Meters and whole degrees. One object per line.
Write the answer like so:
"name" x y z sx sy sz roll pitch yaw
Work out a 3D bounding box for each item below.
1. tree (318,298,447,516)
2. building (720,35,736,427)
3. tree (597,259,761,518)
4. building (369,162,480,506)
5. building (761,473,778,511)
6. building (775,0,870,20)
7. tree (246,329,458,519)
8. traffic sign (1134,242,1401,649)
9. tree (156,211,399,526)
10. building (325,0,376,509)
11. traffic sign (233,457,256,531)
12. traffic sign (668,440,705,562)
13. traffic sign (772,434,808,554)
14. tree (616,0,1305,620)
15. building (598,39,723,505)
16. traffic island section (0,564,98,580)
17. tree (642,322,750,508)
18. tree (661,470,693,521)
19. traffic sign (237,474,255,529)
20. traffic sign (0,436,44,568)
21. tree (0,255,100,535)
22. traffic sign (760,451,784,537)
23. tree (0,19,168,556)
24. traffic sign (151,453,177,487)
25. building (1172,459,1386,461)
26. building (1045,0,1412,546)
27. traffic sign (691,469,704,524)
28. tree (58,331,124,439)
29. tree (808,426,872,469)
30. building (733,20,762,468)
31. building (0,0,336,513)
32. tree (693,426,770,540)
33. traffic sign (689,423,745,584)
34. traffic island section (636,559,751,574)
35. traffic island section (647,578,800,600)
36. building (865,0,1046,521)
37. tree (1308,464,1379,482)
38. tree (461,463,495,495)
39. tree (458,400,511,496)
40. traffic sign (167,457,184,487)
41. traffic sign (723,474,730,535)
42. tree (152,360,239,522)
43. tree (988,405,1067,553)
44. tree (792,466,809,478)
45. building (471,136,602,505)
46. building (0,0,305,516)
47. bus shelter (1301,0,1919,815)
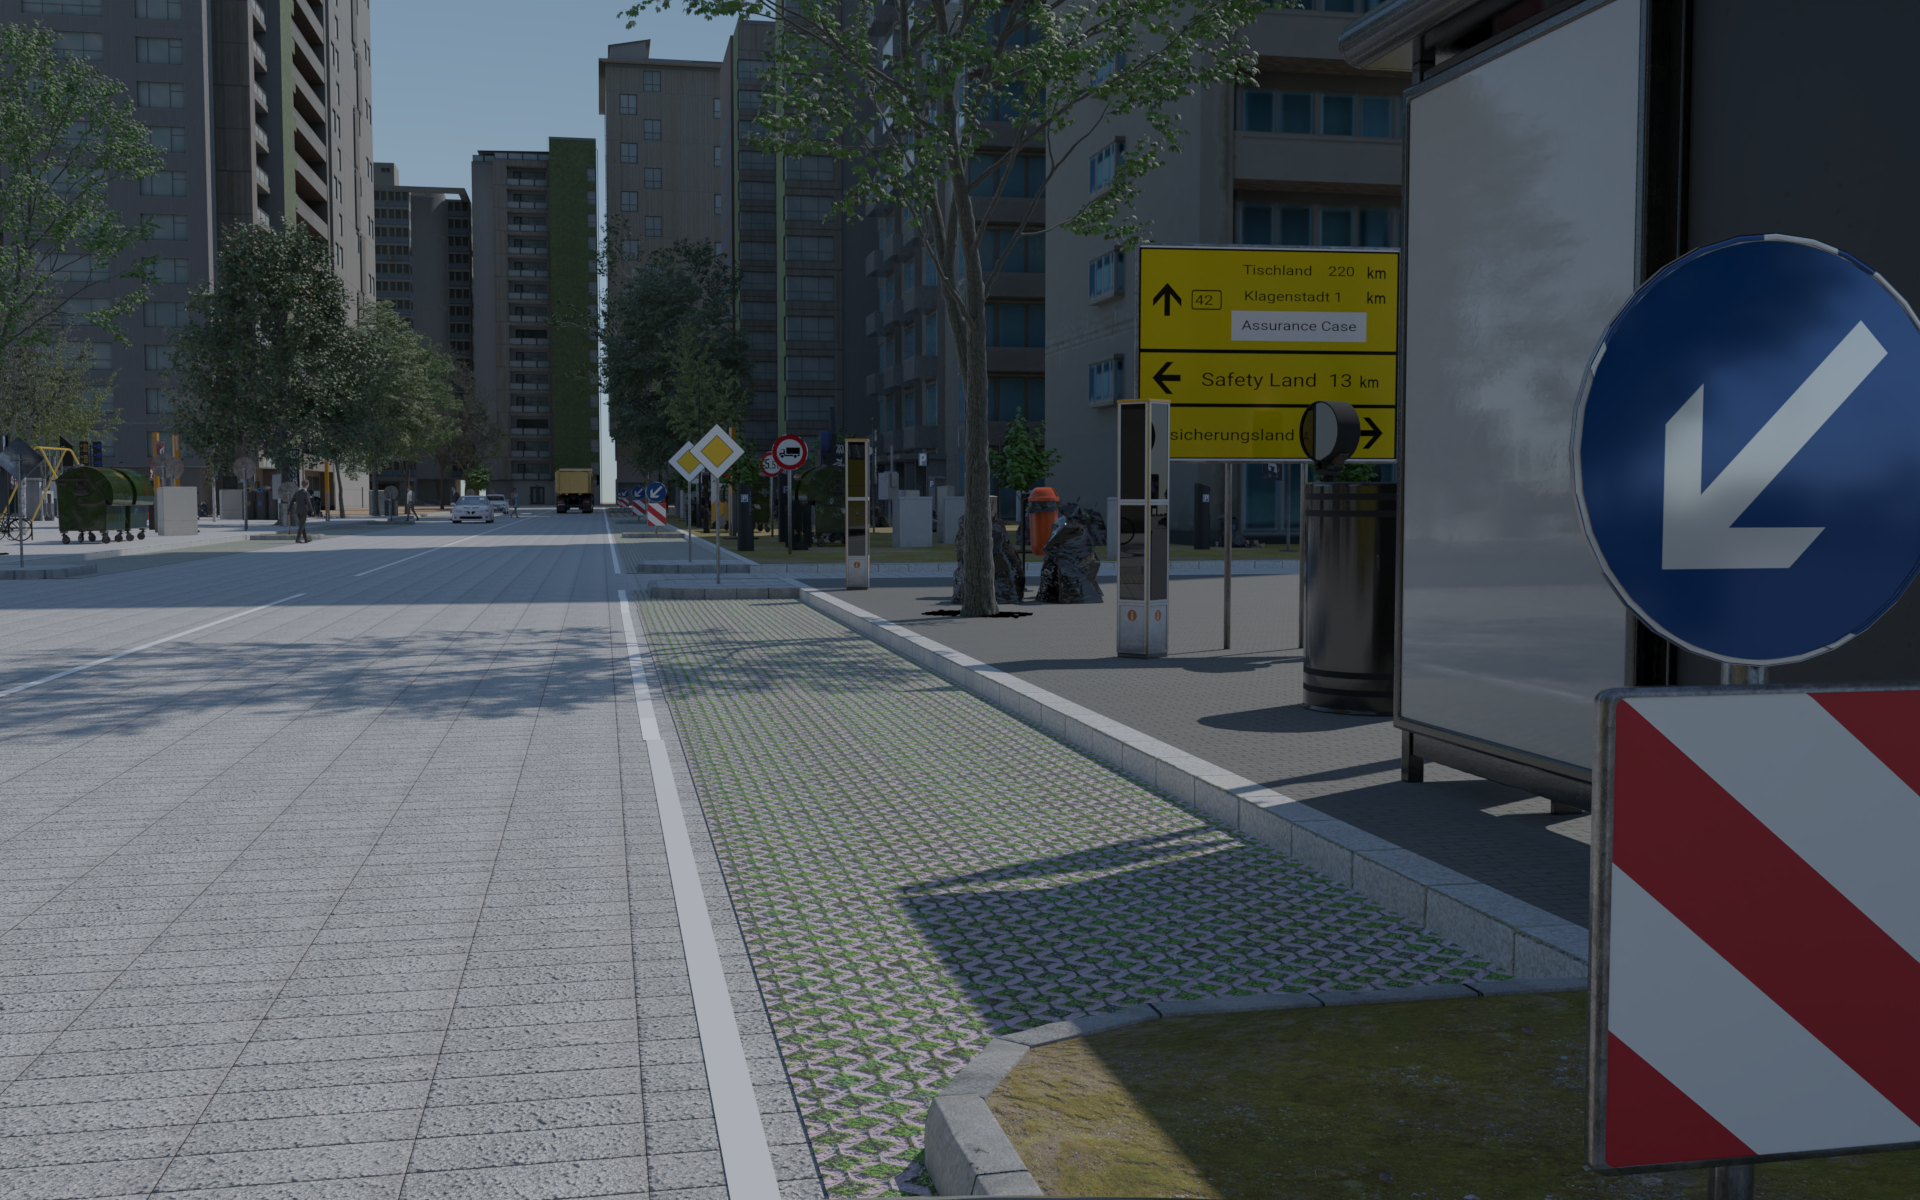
"tree" -33.825 -11.160 100.592 7.486 12.596 7.792 0 3 0
"building" -15.750 -31.701 168.425 14.600 45.320 14.200 -1 4 -12
"tree" -15.142 -11.442 93.731 9.857 13.997 8.962 0 3 0
"building" -69.465 -31.400 205.270 23.993 40.220 32.217 -1 4 -12
"building" 0.340 -27.291 138.083 32.217 40.220 23.993 -1 4 -12
"building" -5.570 -26.524 117.268 14.154 41.232 14.086 -1 4 -12
"tree" -32.302 -9.506 89.835 7.601 10.594 8.767 3 4 38
"traffic sign" 2.530 -1.247 14.262 2.265 3.308 0.079 0 4 -8
"tree" -27.735 -9.403 70.749 9.611 12.733 9.660 0 3 0
"building" -66.268 -34.351 150.873 27.495 52.752 28.713 -1 4 -12
"traffic sign" -24.756 -3.660 59.944 0.768 2.556 0.104 0 4 -5
"traffic sign" -5.080 -1.766 32.521 0.795 2.450 0.064 -1 4 -12
"traffic sign" -3.623 -2.249 36.871 0.768 2.556 0.104 -1 4 -11
"tree" 0.028 -5.635 17.882 9.928 11.665 9.643 0 3 0
"building" -29.786 -38.055 211.444 27.495 52.752 28.713 -1 4 -12
"traffic island section" -16.410 -0.488 30.263 2.009 0.180 2.903 -1 4 -12
"tree" -11.026 -7.509 73.133 4.737 8.622 4.395 0 3 0
"tree" -12.657 -5.310 81.414 1.663 3.219 1.824 0 3 0
"traffic sign" -25.928 -3.719 62.929 0.606 2.300 0.079 0 4 -5
"traffic sign" -16.389 -1.625 30.206 0.795 2.450 0.064 -1 4 -12
"tree" -29.259 -6.344 54.086 4.360 8.622 3.978 0 3 0
"traffic sign" -5.615 -3.160 51.776 0.768 2.556 0.104 -1 4 -8
"tree" -20.618 -6.750 36.113 9.928 11.665 9.643 0 3 0
"traffic sign" -24.880 -3.304 54.129 0.768 2.556 0.104 0 4 -8
"building" 26.966 -19.983 171.768 28.899 21.520 27.650 -1 4 -12
"building" 13.969 -26.305 53.787 21.600 48.544 21.300 -1 4 -12
"traffic sign" -10.328 -4.035 68.102 0.606 2.300 0.079 0 4 -2
"tree" -40.783 -7.890 79.358 4.737 8.622 4.395 0 3 0
"tree" -5.730 -6.089 83.271 4.285 4.588 4.351 0 3 0
"building" -13.166 -28.812 154.669 14.154 41.232 14.086 -1 4 -12
"building" -57.654 -30.543 123.085 21.300 48.544 21.600 -1 4 -12
"tree" -6.372 -3.336 49.151 1.663 3.219 1.824 0 3 0
"traffic sign" -3.459 -1.288 24.702 0.795 2.450 0.064 -1 4 -12
"traffic island section" -5.059 -0.631 32.603 2.009 0.180 2.903 -1 4 -12
"traffic island section" -3.437 -0.153 24.784 2.009 0.180 2.903 -1 4 -12
"building" 6.957 -29.108 95.532 23.786 49.044 30.456 -1 4 -12
"tree" 8.805 -2.721 39.087 1.663 3.219 1.824 0 3 0
"tree" -49.127 -11.799 176.623 4.285 4.588 4.351 0 3 0
"tree" -46.421 -13.928 162.127 8.767 10.594 7.601 -1 4 -18
"traffic sign" -26.785 -3.596 58.896 0.768 2.556 0.104 -1 4 -10
"traffic sign" -7.126 -3.274 53.630 0.768 2.556 0.104 0 4 -4
"tree" -34.562 -7.896 79.460 4.360 8.622 3.978 0 3 0
"tree" 1.232 -2.650 37.930 1.663 3.219 1.824 0 3 0
"tree" -9.419 -6.650 103.323 1.663 3.219 1.824 0 3 0
"building" -48.889 -31.624 200.642 14.086 41.232 14.154 -1 4 -12
"building" -49.409 -25.886 106.825 14.154 41.232 14.086 -1 4 -12
"bus shelter" 3.046 -1.756 6.335 2.179 5.291 8.768 -1 4 -12
